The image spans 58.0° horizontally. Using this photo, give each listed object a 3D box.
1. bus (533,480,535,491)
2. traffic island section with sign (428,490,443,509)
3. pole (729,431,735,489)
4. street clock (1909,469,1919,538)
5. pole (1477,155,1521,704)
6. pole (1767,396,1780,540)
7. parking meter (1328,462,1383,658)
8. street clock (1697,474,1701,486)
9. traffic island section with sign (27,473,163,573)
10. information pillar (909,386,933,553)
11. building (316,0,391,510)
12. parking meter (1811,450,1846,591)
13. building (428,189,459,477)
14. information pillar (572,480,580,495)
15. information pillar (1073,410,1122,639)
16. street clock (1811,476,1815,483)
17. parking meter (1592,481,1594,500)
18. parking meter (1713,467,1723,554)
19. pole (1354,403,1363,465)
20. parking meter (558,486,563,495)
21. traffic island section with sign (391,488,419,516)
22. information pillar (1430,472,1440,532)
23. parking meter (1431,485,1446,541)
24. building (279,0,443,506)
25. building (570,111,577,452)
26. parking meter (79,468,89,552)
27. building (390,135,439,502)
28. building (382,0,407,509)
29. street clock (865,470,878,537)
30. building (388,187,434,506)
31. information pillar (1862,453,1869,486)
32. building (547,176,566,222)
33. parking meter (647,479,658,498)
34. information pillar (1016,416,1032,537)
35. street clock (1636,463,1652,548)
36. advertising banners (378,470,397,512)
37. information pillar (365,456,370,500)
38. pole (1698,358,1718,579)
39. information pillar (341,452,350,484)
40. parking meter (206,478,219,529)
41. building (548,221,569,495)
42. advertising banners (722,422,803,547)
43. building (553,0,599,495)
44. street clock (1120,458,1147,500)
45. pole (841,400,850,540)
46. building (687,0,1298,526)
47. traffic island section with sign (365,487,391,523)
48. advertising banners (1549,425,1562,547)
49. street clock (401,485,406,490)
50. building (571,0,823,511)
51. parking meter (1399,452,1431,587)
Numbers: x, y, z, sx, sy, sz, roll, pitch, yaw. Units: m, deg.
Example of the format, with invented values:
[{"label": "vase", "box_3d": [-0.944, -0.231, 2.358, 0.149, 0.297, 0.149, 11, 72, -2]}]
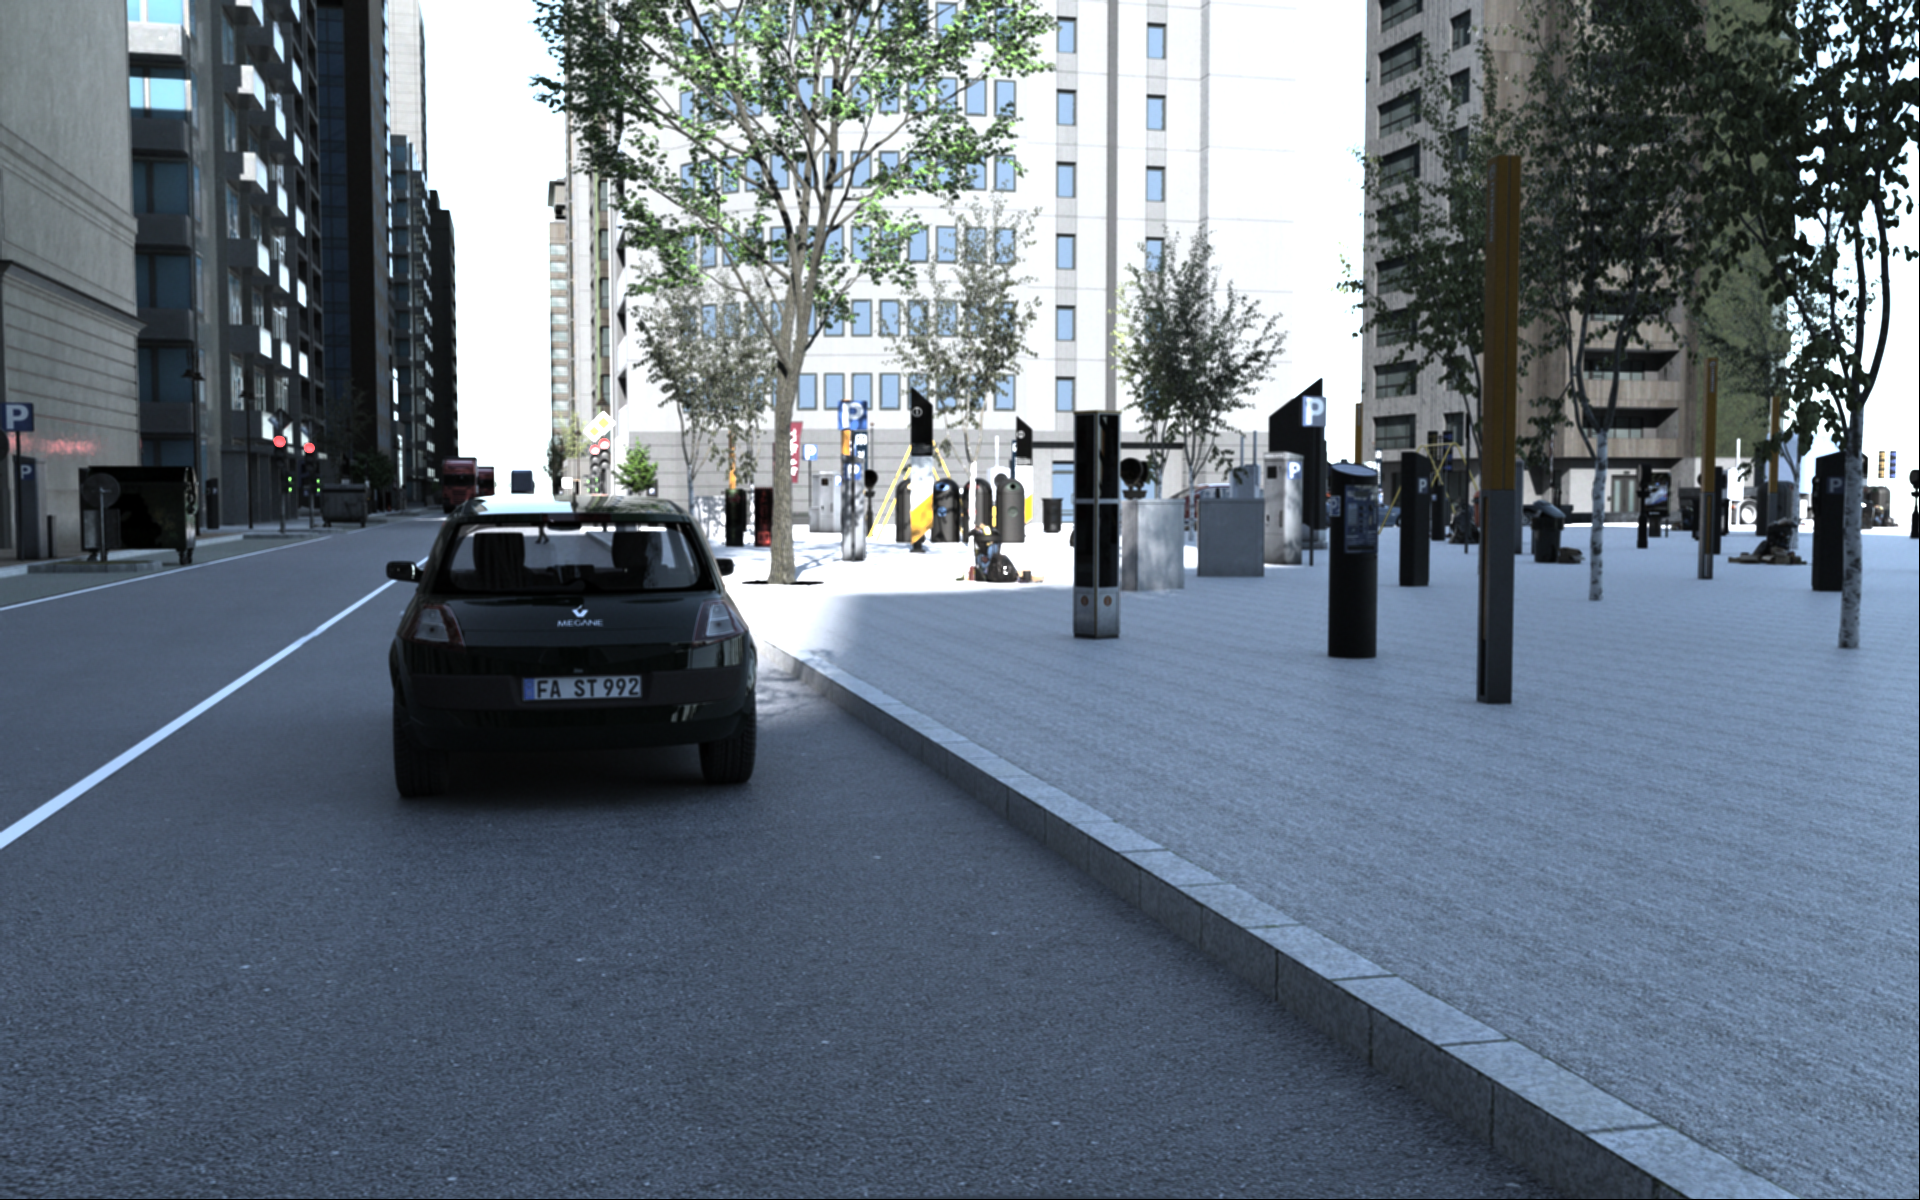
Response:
[{"label": "bus", "box_3d": [-67.919, -17.070, 270.648, 2.896, 3.916, 12.252, -1, 4, -15]}, {"label": "traffic island section with sign", "box_3d": [-48.478, -9.337, 161.291, 1.989, 1.847, 2.006, -1, 4, -14]}, {"label": "pole", "box_3d": [-7.344, -3.794, 55.881, 0.158, 3.312, 0.155, 0, 3, 0]}, {"label": "street clock", "box_3d": [27.672, -2.786, 50.118, 0.358, 2.002, 0.471, 0, 4, -2]}, {"label": "pole", "box_3d": [3.289, -1.023, 10.567, 0.158, 3.312, 0.155, 0, 3, 0]}, {"label": "pole", "box_3d": [17.028, -2.595, 36.268, 0.158, 3.312, 0.155, 0, 3, 0]}, {"label": "parking meter", "box_3d": [3.100, -0.320, 13.647, 0.372, 1.533, 0.369, 0, 3, 0]}, {"label": "street clock", "box_3d": [24.731, -3.236, 57.484, 0.471, 2.002, 0.358, 0, 4, 8]}, {"label": "traffic island section with sign", "box_3d": [-16.019, -1.442, 32.201, 1.989, 1.847, 2.006, -1, 4, -14]}, {"label": "information pillar", "box_3d": [-0.843, -2.831, 37.639, 0.504, 3.616, 0.183, 0, 4, 4]}, {"label": "building", "box_3d": [-54.370, -30.010, 140.777, 14.600, 45.320, 14.200, -1, 4, -14]}, {"label": "parking meter", "box_3d": [11.494, -1.051, 22.895, 0.399, 1.863, 0.255, 0, 4, 6]}, {"label": "building", "box_3d": [-91.378, -39.853, 275.295, 21.300, 48.544, 21.600, -1, 4, -14]}, {"label": "information pillar", "box_3d": [-20.049, -5.257, 90.442, 0.304, 2.012, 0.304, -3, 5, -42]}, {"label": "information pillar", "box_3d": [1.218, -0.668, 15.412, 0.304, 2.012, 0.304, -3, 4, -39]}, {"label": "street clock", "box_3d": [32.515, -3.734, 65.622, 0.471, 2.002, 0.358, -1, 4, -9]}, {"label": "parking meter", "box_3d": [24.585, -3.732, 66.722, 0.399, 1.863, 0.255, 0, 4, -5]}, {"label": "parking meter", "box_3d": [16.080, -1.911, 36.949, 0.255, 1.863, 0.399, 1, 4, 13]}, {"label": "pole", "box_3d": [8.888, -2.744, 38.704, 0.158, 3.312, 0.155, 0, 3, 0]}, {"label": "parking meter", "box_3d": [-30.689, -7.807, 133.356, 0.399, 1.863, 0.255, 0, 4, -4]}, {"label": "traffic island section with sign", "box_3d": [-36.239, -6.359, 112.599, 1.989, 1.847, 2.006, -1, 4, -14]}, {"label": "information pillar", "box_3d": [15.912, -3.282, 58.153, 0.304, 2.012, 0.304, 0, 4, 5]}, {"label": "parking meter", "box_3d": [13.204, -2.408, 47.784, 0.372, 1.533, 0.369, 0, 3, 0]}, {"label": "building", "box_3d": [-86.428, -49.900, 254.113, 20.563, 71.187, 20.611, -1, 4, -14]}, {"label": "building", "box_3d": [-34.447, -32.813, 186.598, 14.600, 45.320, 14.200, -1, 4, -14]}, {"label": "parking meter", "box_3d": [-19.417, -2.015, 38.652, 0.399, 1.863, 0.255, 2, 4, 27]}, {"label": "building", "box_3d": [-82.060, -37.309, 229.607, 23.786, 49.044, 30.456, -1, 4, -14]}, {"label": "building", "box_3d": [-63.519, -51.862, 160.617, 22.319, 86.520, 31.000, -1, 4, -14]}, {"label": "street clock", "box_3d": [-2.687, -2.870, 51.498, 0.471, 2.002, 0.358, 0, 4, 3]}, {"label": "building", "box_3d": [-74.541, -30.317, 187.565, 32.217, 40.220, 23.993, -1, 4, -14]}, {"label": "information pillar", "box_3d": [47.416, -6.094, 90.990, 0.504, 3.616, 0.183, 1, 4, 18]}, {"label": "building", "box_3d": [-52.558, -42.506, 284.206, 28.713, 52.752, 27.495, -1, 4, -14]}, {"label": "parking meter", "box_3d": [-11.918, -3.753, 67.079, 0.399, 1.863, 0.255, 0, 4, 0]}, {"label": "information pillar", "box_3d": [1.907, -3.696, 51.792, 0.504, 3.616, 0.183, 1, 4, 12]}, {"label": "street clock", "box_3d": [16.159, -2.226, 40.960, 0.358, 2.002, 0.471, 0, 4, 5]}, {"label": "advertising banners", "box_3d": [-42.103, -8.036, 127.572, 0.090, 3.025, 2.074, 1, 4, 22]}, {"label": "information pillar", "box_3d": [-36.863, -7.117, 107.712, 0.183, 3.616, 0.504, -3, 5, -40]}, {"label": "pole", "box_3d": [11.250, -1.970, 26.046, 0.158, 3.312, 0.155, 0, 3, 0]}, {"label": "information pillar", "box_3d": [-34.387, -6.457, 96.923, 0.183, 3.616, 0.504, 2, 4, 32]}, {"label": "parking meter", "box_3d": [-27.268, -3.513, 63.150, 0.255, 1.863, 0.399, 1, 4, 19]}, {"label": "building", "box_3d": [-54.883, -35.396, 262.313, 14.154, 41.232, 14.086, -1, 4, -14]}, {"label": "advertising banners", "box_3d": [-4.797, -2.805, 42.051, 2.074, 3.025, 0.090, 1, 4, 13]}, {"label": "building", "box_3d": [-47.388, -49.368, 245.423, 20.563, 71.187, 20.611, -1, 4, -14]}, {"label": "street clock", "box_3d": [3.424, -1.846, 34.754, 0.471, 2.002, 0.358, 1, 4, 17]}, {"label": "pole", "box_3d": [-2.472, -2.671, 37.520, 0.158, 3.312, 0.155, 0, 3, 0]}, {"label": "building", "box_3d": [-1.710, -32.924, 80.308, 28.212, 58.520, 21.231, -1, 4, -14]}, {"label": "traffic island section with sign", "box_3d": [-29.589, -4.743, 86.176, 1.989, 1.847, 2.006, -1, 4, -14]}, {"label": "advertising banners", "box_3d": [13.977, -2.722, 40.690, 0.090, 3.025, 2.074, 1, 4, 13]}, {"label": "street clock", "box_3d": [-43.846, -8.071, 136.524, 0.358, 2.002, 0.471, -2, 4, -31]}, {"label": "building", "box_3d": [-26.374, -38.180, 166.245, 21.231, 58.520, 28.212, -1, 4, -14]}, {"label": "parking meter", "box_3d": [6.350, -1.128, 24.147, 0.399, 1.863, 0.255, -3, 4, -37]}]
